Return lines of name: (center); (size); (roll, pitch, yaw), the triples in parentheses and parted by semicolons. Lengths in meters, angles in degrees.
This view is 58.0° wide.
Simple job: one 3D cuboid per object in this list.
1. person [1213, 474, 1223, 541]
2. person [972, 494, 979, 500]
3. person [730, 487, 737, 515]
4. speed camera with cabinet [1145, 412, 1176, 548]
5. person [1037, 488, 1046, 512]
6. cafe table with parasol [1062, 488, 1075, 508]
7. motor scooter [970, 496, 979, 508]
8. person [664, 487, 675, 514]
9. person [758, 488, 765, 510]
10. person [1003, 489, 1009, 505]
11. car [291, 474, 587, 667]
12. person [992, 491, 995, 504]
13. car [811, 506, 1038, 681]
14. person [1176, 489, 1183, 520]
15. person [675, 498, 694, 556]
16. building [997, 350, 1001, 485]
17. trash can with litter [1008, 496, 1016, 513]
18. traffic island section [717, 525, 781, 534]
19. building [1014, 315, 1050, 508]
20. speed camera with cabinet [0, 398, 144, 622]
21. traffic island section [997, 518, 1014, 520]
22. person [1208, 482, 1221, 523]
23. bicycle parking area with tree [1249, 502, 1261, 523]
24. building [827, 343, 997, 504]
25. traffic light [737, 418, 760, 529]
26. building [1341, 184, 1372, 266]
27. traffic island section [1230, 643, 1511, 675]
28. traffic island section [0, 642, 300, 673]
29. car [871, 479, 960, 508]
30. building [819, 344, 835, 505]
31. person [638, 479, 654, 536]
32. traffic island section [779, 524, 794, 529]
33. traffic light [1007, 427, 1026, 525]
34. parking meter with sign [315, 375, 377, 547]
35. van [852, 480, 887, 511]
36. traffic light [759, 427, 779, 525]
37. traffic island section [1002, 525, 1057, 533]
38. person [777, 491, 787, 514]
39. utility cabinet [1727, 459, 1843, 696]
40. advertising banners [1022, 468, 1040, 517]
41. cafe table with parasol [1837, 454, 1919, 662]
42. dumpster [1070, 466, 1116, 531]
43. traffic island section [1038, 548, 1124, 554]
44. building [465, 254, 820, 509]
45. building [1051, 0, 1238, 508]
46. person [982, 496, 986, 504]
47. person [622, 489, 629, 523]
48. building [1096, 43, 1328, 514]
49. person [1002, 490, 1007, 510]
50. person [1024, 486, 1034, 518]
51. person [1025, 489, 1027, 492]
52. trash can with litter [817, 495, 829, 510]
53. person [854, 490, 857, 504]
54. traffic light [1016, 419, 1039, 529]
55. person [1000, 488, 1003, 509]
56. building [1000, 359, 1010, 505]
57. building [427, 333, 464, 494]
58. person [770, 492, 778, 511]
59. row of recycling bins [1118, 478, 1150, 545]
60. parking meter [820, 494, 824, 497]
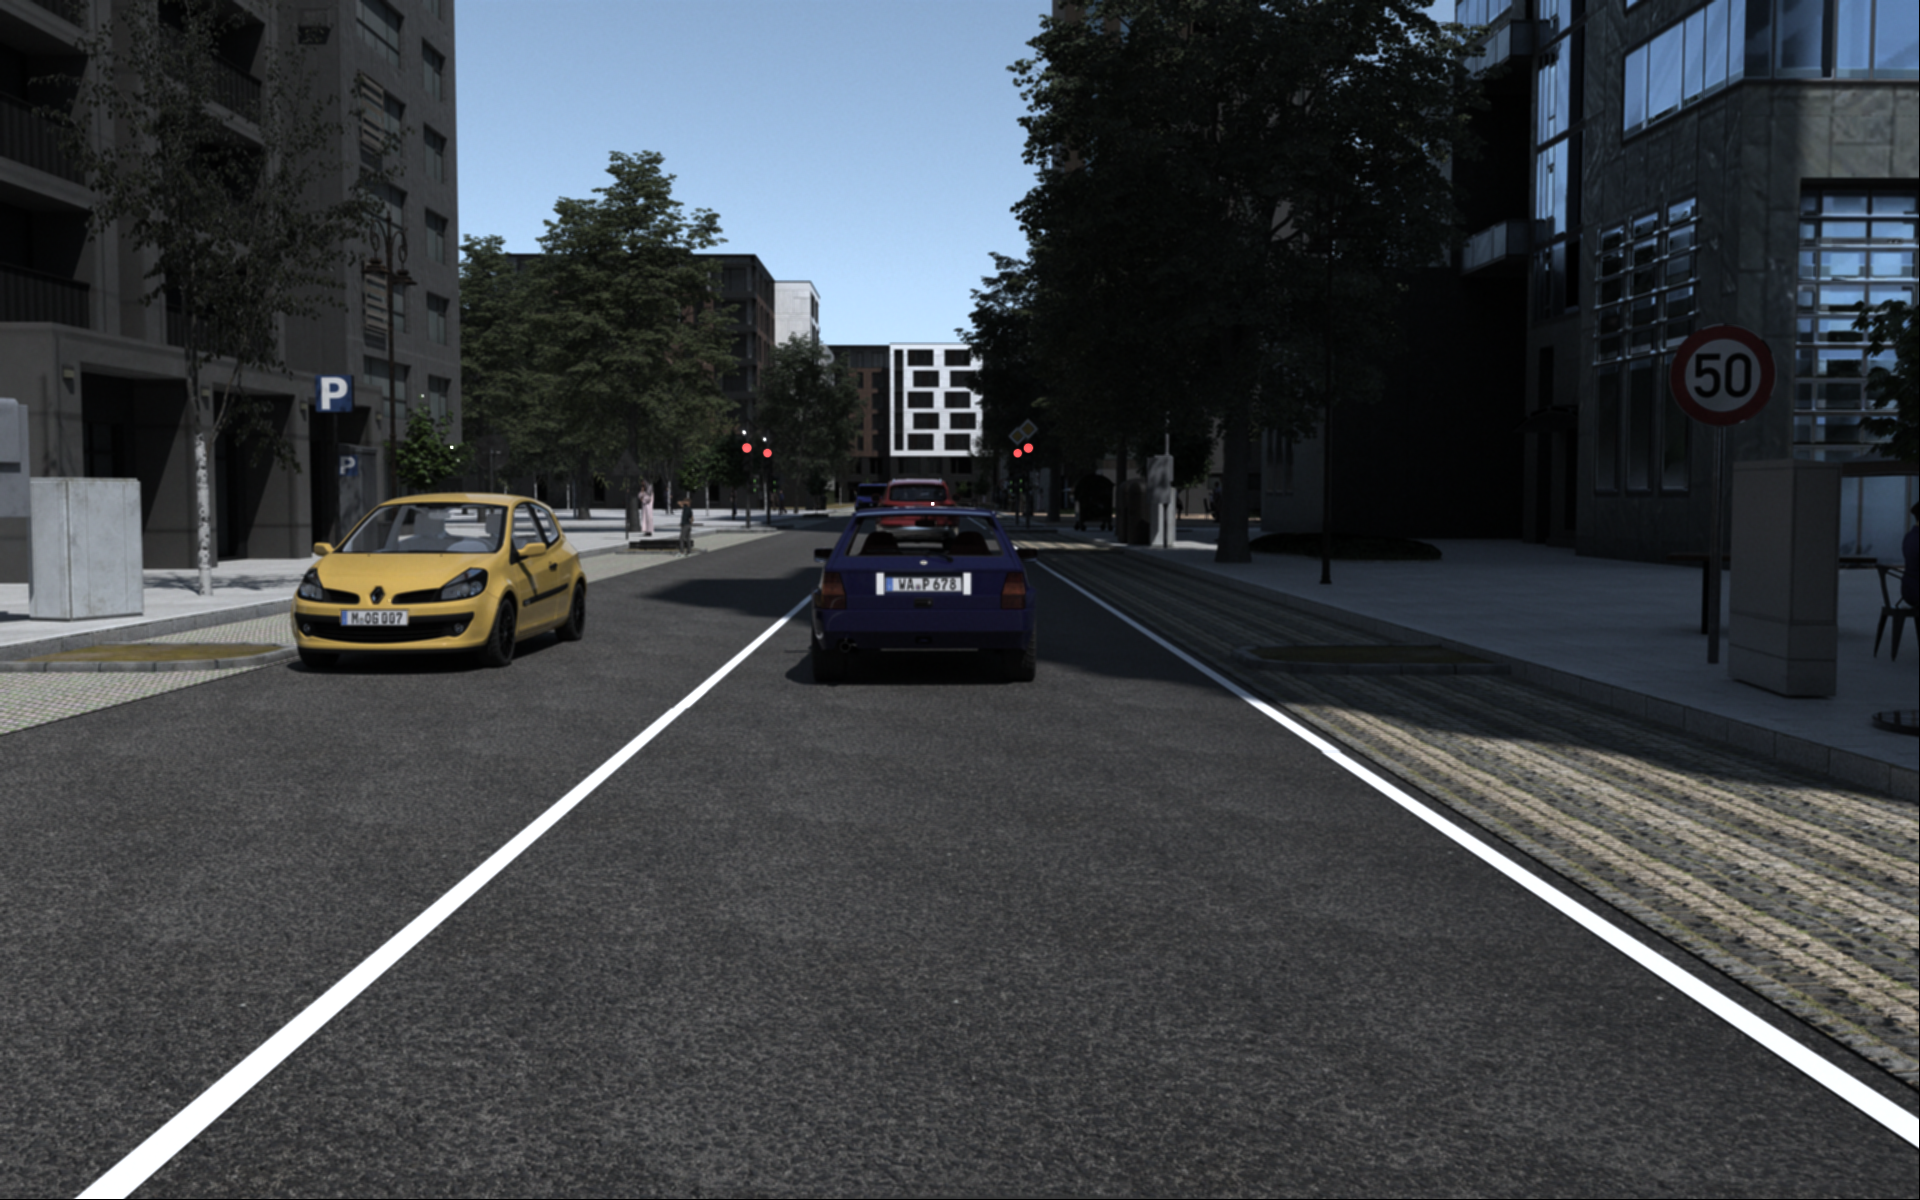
person: (7.053, -2.502, 46.814); (0.599, 1.838, 0.709); (2, 4, 34)
person: (2.005, -13.259, 223.541); (1.217, 1.736, 0.721); (3, 4, 36)
person: (-13.847, -6.044, 105.686); (0.431, 1.722, 0.655); (0, 4, -4)
speed camera with cabinet: (4.884, -2.918, 42.050); (0.660, 3.252, 2.038); (1, 4, 11)
person: (5.889, -7.273, 125.626); (0.621, 1.740, 0.551); (1, 4, 11)
cafe table with parasol: (8.744, -7.454, 126.737); (2.610, 1.966, 2.610); (2, 4, 26)
motor scooter: (1.173, -7.871, 141.470); (0.815, 1.314, 1.986); (0, 3, 0)
person: (-18.538, -6.360, 110.477); (0.683, 1.767, 0.568); (-3, 4, -38)
person: (-15.526, -7.871, 135.449); (0.376, 1.734, 0.841); (3, 4, 37)
person: (4.720, -10.593, 179.265); (0.705, 1.821, 1.348); (2, 4, 24)
car: (-4.575, -0.326, 15.549); (2.015, 1.641, 3.980); (0, 4, 1)
person: (4.104, -12.405, 209.788); (0.541, 1.710, 0.530); (1, 4, 21)
car: (-0.290, -0.123, 14.594); (1.945, 1.354, 3.894); (0, 4, -1)
person: (10.759, -4.736, 85.689); (0.590, 1.554, 0.614); (0, 4, 5)
person: (-6.318, -1.665, 39.637); (0.340, 1.345, 0.435); (1, 4, 12)
building: (21.116, -24.737, 248.421); (32.646, 21.610, 27.936); (0, 4, -1)
trash can with litter: (3.839, -6.568, 118.781); (0.624, 1.170, 1.055); (3, 5, 42)
traffic island section: (-7.877, -2.568, 64.266); (2.009, 0.180, 2.903); (0, 4, -1)
building: (14.611, -18.752, 173.047); (16.747, 18.905, 31.486); (0, 4, -1)
speed camera with cabinet: (-9.204, -1.405, 17.315); (0.660, 3.252, 2.038); (1, 4, 20)
traffic island section: (2.012, -4.548, 97.221); (1.991, 0.108, 1.994); (0, 4, -1)
person: (11.333, -4.344, 76.943); (0.599, 1.838, 0.709); (-1, 4, -18)
bicycle parking area with tree: (17.286, -5.525, 77.335); (9.016, 4.147, 8.231); (0, 4, -8)
building: (-11.900, -24.722, 248.172); (32.646, 21.610, 27.936); (0, 4, -1)
traffic light: (-7.837, -4.600, 64.132); (0.839, 4.253, 0.868); (0, 4, -1)
building: (37.458, -15.002, 90.322); (28.899, 21.520, 27.650); (0, 4, -1)
traffic island section: (3.335, 0.505, 14.614); (1.991, 0.108, 1.994); (0, 4, -1)
traffic island section: (-6.765, 0.494, 14.794); (1.991, 0.108, 1.994); (0, 4, -1)
car: (-1.101, -2.146, 43.754); (2.281, 1.827, 5.304); (0, 4, -2)
building: (-31.631, -21.175, 212.664); (31.486, 18.905, 16.747); (0, 4, -1)
person: (-9.574, -2.820, 52.815); (0.551, 1.740, 0.621); (1, 4, 20)
traffic island section: (-8.005, -3.056, 72.250); (2.009, 0.180, 2.903); (0, 4, -1)
traffic light: (2.374, -5.100, 72.298); (0.839, 4.253, 0.868); (0, 4, -1)
parking meter with sign: (-9.111, -1.832, 26.207); (0.543, 3.016, 1.738); (0, 4, 2)
van: (-4.985, -5.857, 100.152); (2.240, 2.365, 5.245); (0, 4, 0)
traffic light: (-7.965, -5.088, 72.116); (0.839, 4.253, 0.868); (0, 4, -1)
traffic island section: (2.543, -2.578, 64.428); (2.009, 0.180, 2.903); (0, 4, -1)
person: (-11.428, -6.231, 110.618); (0.600, 1.496, 0.574); (2, 4, 26)
utility cabinet: (5.405, -0.164, 11.364); (0.318, 1.500, 1.173); (0, 4, 7)
advertising banners: (4.077, -6.297, 99.141); (0.090, 3.025, 2.074); (-2, 4, -25)
cafe table with parasol: (8.051, -0.514, 13.271); (2.610, 1.966, 2.610); (-2, 4, -27)
dumpster: (4.653, -3.549, 60.520); (1.502, 2.255, 1.985); (0, 4, -1)
traffic island section: (2.894, -1.181, 42.180); (1.991, 0.108, 1.994); (0, 4, -1)
building: (-28.208, -19.567, 163.887); (27.936, 21.610, 32.646); (0, 4, -1)
building: (14.599, -29.754, 136.587); (14.600, 45.320, 14.200); (0, 4, -1)
person: (3.099, -13.085, 220.658); (0.551, 1.740, 0.621); (-2, 4, -25)
person: (-14.812, -4.195, 77.327); (0.600, 1.496, 0.574); (1, 4, 18)
building: (15.890, -20.994, 114.946); (14.160, 30.474, 14.107); (0, 4, -1)
person: (3.513, -7.919, 137.477); (0.435, 1.587, 0.963); (0, 4, -3)
person: (3.802, -5.341, 94.097); (0.376, 1.734, 0.841); (-1, 4, -23)
person: (5.985, -9.089, 155.374); (0.721, 1.735, 1.217); (3, 4, 36)
trash can with litter: (-10.916, -7.689, 137.097); (0.624, 1.170, 1.055); (2, 4, 28)
person: (-12.343, -11.982, 202.736); (0.721, 1.735, 1.217); (0, 4, 0)
traffic light: (2.503, -4.611, 64.314); (0.839, 4.253, 0.868); (0, 4, -1)
person: (3.567, -8.887, 151.333); (0.705, 1.826, 1.348); (-1, 4, -18)
building: (13.715, -20.688, 204.701); (16.747, 18.905, 31.486); (0, 4, -1)
building: (-63.588, -22.113, 205.522); (32.646, 21.610, 27.936); (0, 4, -1)
person: (-14.164, -7.574, 130.423); (0.990, 1.755, 0.434); (1, 4, 10)
row of recycling bins: (4.671, -2.342, 45.399); (1.069, 1.692, 3.534); (0, 3, 0)
parking meter: (-11.572, -8.572, 145.860); (0.255, 1.863, 0.399); (-2, 4, -26)
